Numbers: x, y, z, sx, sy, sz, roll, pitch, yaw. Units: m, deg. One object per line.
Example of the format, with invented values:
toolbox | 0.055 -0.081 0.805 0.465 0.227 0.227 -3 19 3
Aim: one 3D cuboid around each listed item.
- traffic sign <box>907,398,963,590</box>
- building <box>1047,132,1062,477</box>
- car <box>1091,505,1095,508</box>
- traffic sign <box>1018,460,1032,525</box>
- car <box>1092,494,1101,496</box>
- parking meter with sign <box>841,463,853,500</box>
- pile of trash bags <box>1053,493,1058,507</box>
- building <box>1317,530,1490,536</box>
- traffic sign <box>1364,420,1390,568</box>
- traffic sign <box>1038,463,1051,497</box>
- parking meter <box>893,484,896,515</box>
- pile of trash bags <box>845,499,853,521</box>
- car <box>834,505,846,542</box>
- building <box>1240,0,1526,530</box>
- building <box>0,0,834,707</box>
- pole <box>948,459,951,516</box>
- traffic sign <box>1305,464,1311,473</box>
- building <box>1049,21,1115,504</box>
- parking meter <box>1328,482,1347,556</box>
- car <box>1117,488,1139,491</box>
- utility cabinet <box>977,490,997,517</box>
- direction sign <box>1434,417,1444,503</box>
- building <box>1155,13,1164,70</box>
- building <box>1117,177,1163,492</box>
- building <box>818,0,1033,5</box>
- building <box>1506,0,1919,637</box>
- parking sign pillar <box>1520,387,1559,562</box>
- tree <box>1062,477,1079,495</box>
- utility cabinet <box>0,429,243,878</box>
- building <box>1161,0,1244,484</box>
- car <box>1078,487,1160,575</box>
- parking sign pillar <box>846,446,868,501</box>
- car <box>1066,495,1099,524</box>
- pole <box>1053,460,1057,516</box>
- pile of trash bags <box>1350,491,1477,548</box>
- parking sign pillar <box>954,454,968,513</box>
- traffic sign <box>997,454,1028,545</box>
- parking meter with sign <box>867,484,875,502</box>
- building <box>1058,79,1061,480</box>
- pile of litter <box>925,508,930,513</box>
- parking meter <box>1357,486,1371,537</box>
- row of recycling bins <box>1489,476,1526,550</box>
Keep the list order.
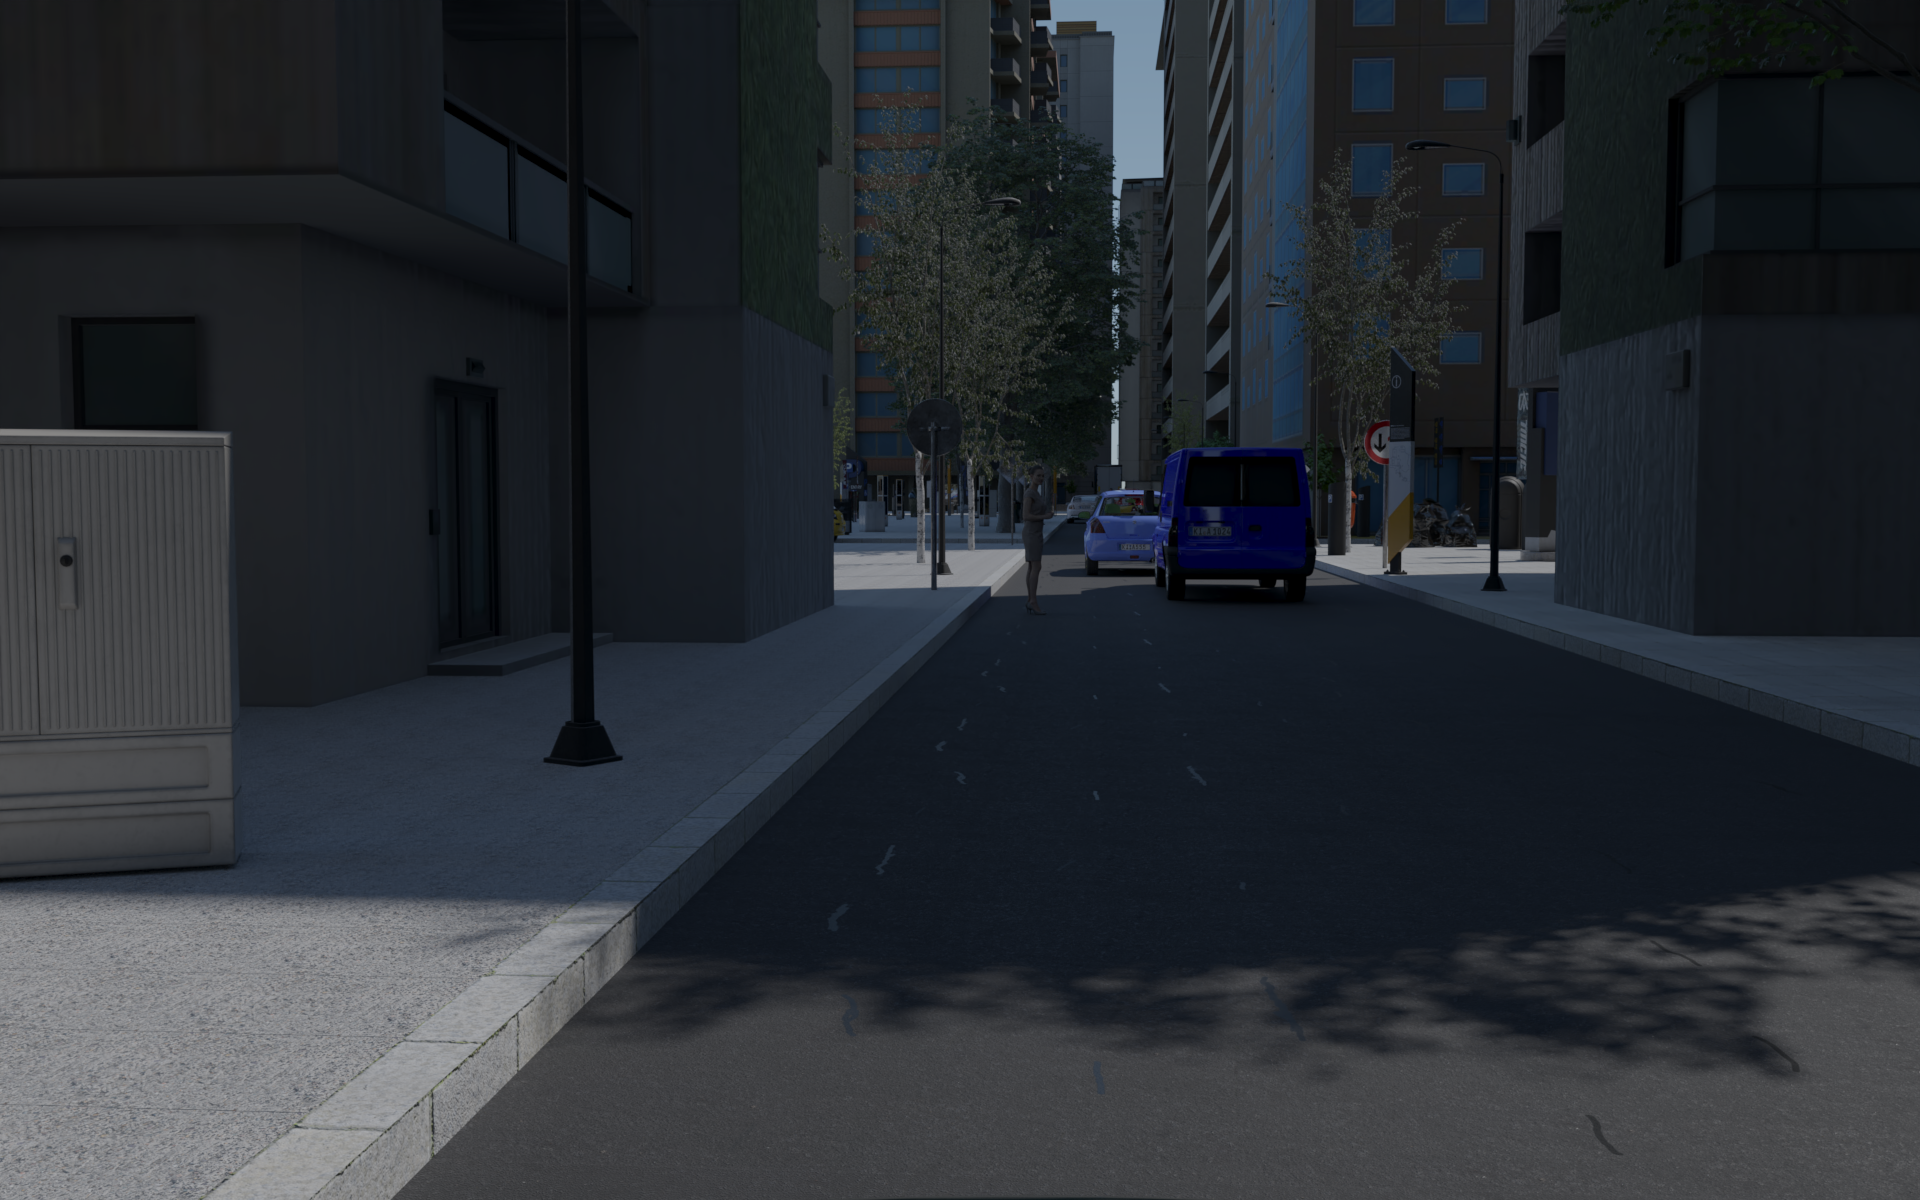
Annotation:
traffic sign | -0.349 -1.407 23.106 0.768 2.556 0.104 1 4 13
building | 4.331 -31.217 193.996 14.086 41.232 14.154 0 4 4
car | 6.108 -3.504 67.513 2.015 1.641 3.980 0 4 5
traffic sign | 1.924 -2.912 51.252 0.795 2.450 0.064 0 4 4
car | 10.868 -7.620 136.594 2.014 1.417 4.499 0 4 3
parking meter with sign | -6.266 -6.038 94.989 0.543 3.016 1.738 0 4 6
pile of trash bags | 5.071 -6.419 114.699 3.447 1.369 1.912 -3 4 -38
building | 18.204 -24.920 57.552 14.200 45.320 14.600 0 4 4
traffic sign | 7.346 -1.821 29.875 0.768 2.556 0.104 1 4 9
traffic sign | 3.322 -4.314 70.643 0.768 2.556 0.104 1 4 9
parking meter | -3.791 -5.977 103.436 0.399 1.863 0.255 -1 4 -15
pile of trash bags | -6.757 -4.463 82.714 1.912 1.369 3.447 3 5 42
car | -5.254 -2.381 49.149 3.980 1.641 2.015 0 4 5
building | 19.717 -25.928 74.037 14.600 45.320 14.200 0 4 4
building | -8.977 -20.117 12.505 14.154 41.232 14.086 0 4 4
pole | -0.627 -6.611 101.926 0.158 3.312 0.155 0 3 0
traffic sign | 8.234 -2.391 42.739 0.795 2.450 0.064 0 4 4
building | 5.274 -41.505 220.602 28.212 58.520 21.231 0 4 4
parking meter | 7.888 -1.701 36.223 0.372 1.533 0.369 0 3 0
car | 11.366 -6.637 117.192 2.281 1.827 5.304 0 4 4
utility cabinet | 1.480 -5.295 95.252 1.173 1.500 0.318 -3 5 -41
direction sign | 14.171 -3.629 51.331 0.379 3.537 0.876 0 4 0
building | 35.610 -36.422 184.740 28.713 52.752 27.495 0 4 4
building | 26.888 -32.619 216.909 14.086 41.232 14.154 0 4 4
building | -3.730 -29.747 140.986 22.147 44.769 28.867 0 4 4
building | 14.162 -15.250 21.037 14.160 30.474 14.107 0 4 4
parking sign pillar | 11.549 -2.739 33.257 1.447 3.967 1.447 -1 4 -21
tree | 12.585 -12.239 194.710 1.663 3.219 1.824 0 3 0
utility cabinet | -3.071 0.175 5.816 1.173 1.500 0.318 -1 4 -18
building | 27.121 -31.367 136.556 21.300 48.544 21.600 0 4 4
car | 3.137 -1.357 31.785 1.945 1.707 3.694 0 4 3
parking sign pillar | -5.845 -6.639 97.021 1.447 3.967 1.447 2 4 27
car | 6.240 -4.466 85.380 2.083 1.381 4.827 0 4 6
pole | 5.461 -6.458 99.430 0.158 3.312 0.155 0 3 0
pile of trash bags | 10.685 -1.978 42.088 3.447 1.369 1.912 -1 4 -9
parking sign pillar | 0.304 -7.936 118.231 1.447 3.967 1.447 2 4 26
traffic sign | 1.311 -2.425 43.290 0.795 2.450 0.064 0 4 4
parking meter with sign | -6.781 -7.998 127.031 0.543 3.016 1.738 2 4 25
building | -1.353 -31.523 170.022 22.147 44.769 28.867 0 4 4
pile of litter | -2.008 -6.468 119.722 1.176 0.858 1.719 3 5 43
parking meter | 12.054 -2.648 51.700 0.372 1.533 0.369 0 3 0
row of recycling bins | 13.638 -1.965 39.239 1.069 1.692 3.534 -3 5 -43
